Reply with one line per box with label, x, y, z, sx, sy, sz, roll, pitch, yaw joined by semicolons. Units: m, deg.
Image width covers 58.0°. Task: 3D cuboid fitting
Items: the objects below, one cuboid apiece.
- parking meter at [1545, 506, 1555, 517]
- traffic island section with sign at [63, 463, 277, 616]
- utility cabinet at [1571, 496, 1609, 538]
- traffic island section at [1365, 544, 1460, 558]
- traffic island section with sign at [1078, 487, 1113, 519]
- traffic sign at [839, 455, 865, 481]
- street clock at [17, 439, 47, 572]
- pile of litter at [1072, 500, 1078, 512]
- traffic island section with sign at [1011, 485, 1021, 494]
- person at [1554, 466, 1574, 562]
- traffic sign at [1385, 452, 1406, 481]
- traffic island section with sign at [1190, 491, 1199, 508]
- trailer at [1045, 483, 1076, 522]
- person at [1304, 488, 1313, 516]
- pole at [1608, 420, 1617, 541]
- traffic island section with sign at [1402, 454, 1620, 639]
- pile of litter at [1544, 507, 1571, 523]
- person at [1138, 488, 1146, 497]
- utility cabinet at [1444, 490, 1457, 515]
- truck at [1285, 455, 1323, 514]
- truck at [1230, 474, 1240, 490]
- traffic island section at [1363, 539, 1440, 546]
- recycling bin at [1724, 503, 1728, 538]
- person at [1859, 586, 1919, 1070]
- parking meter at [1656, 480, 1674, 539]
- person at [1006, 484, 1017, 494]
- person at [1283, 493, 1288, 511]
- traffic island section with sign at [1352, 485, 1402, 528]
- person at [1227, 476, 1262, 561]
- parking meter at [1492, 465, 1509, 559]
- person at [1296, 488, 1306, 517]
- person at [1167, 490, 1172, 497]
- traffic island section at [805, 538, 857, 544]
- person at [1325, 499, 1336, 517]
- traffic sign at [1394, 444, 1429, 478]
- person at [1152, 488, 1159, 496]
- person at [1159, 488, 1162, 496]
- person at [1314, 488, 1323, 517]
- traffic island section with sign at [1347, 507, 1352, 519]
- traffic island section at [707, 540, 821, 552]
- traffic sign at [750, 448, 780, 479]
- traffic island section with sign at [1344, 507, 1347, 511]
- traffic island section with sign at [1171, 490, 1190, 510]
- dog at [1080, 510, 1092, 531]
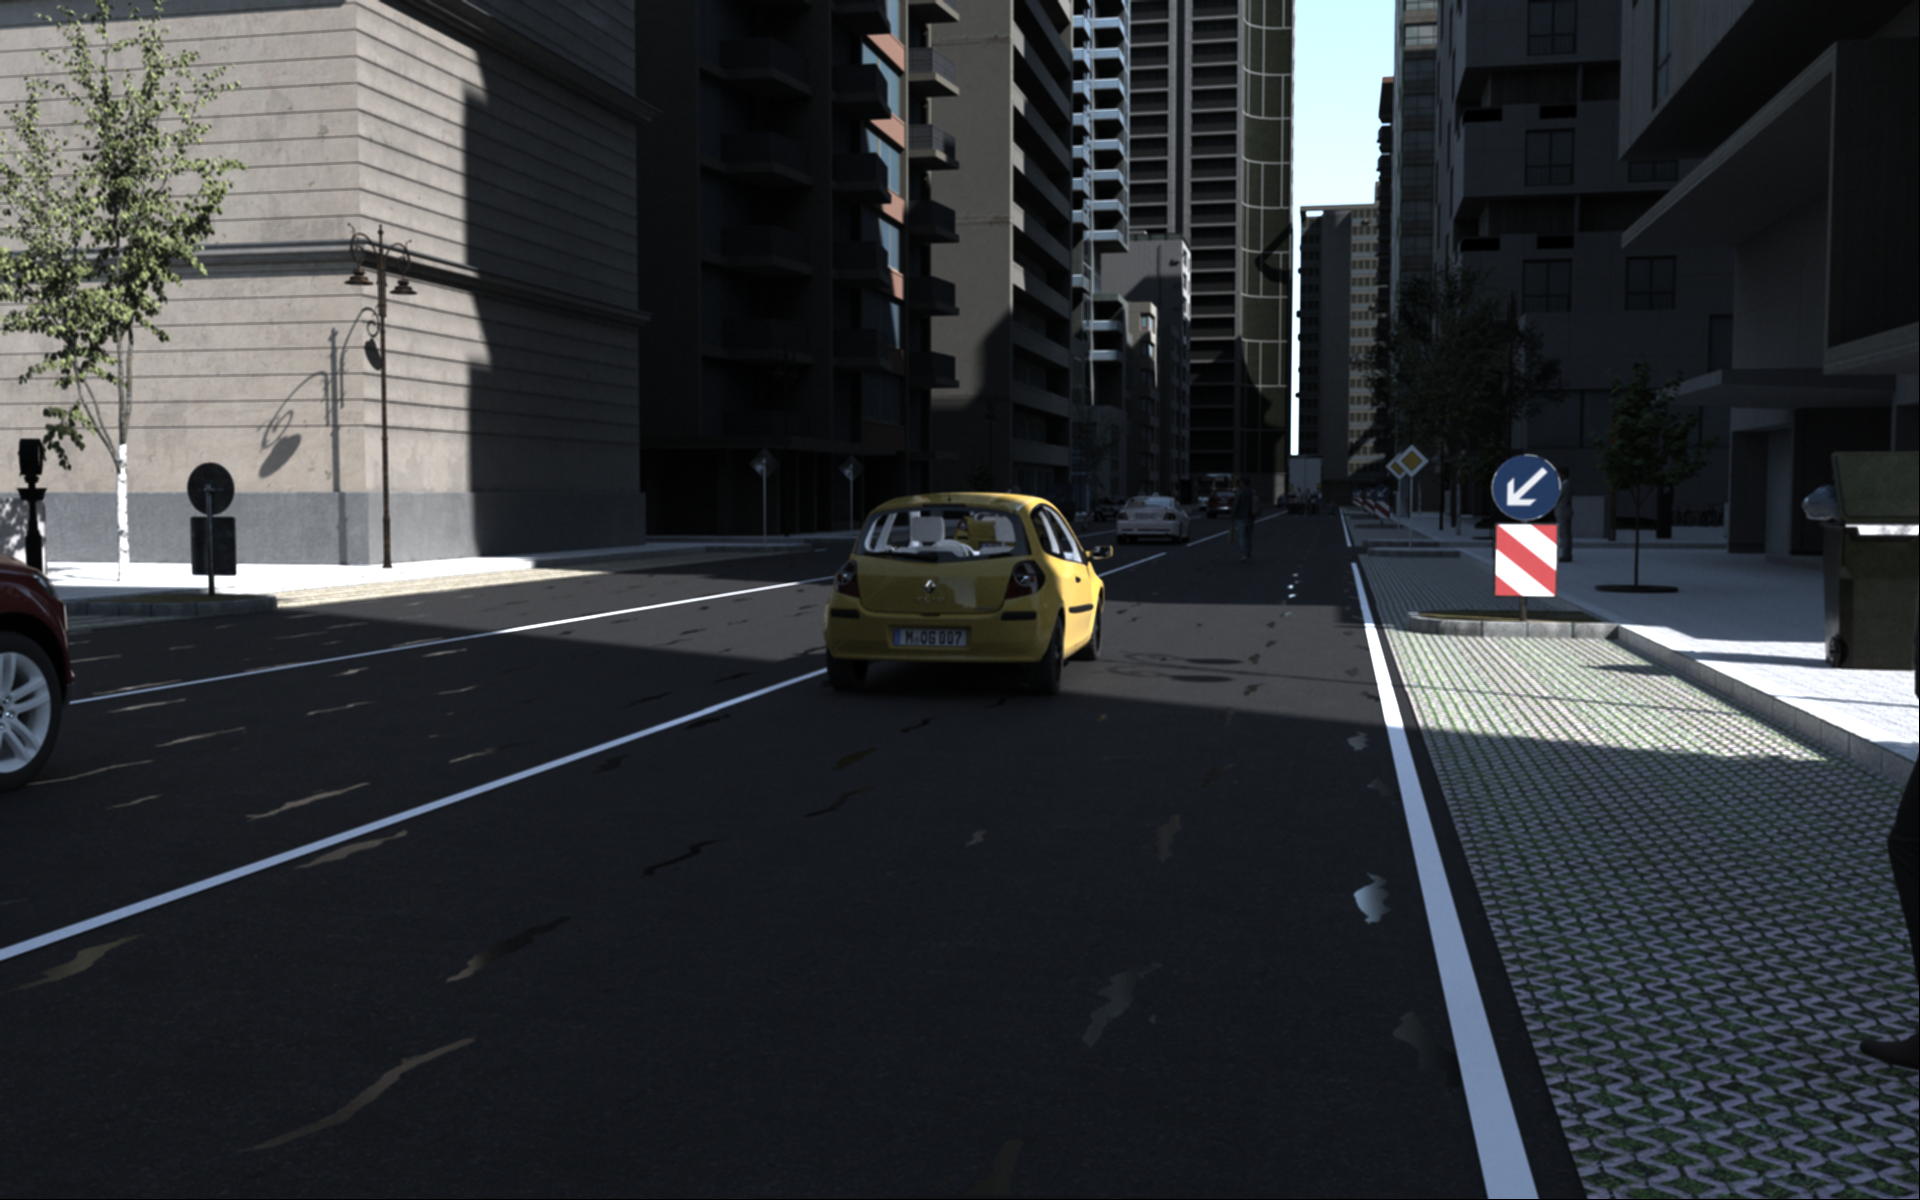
parking meter;23.993;-3.951;70.314;0.399;1.863;0.255;0;4;-7
traffic island section with sign;-9.511;-0.765;21.131;1.989;1.847;2.006;1;4;12
utility cabinet;18.383;-2.408;50.539;0.306;1.237;1.020;-3;5;-44
traffic island section;10.529;-1.103;40.321;2.009;0.180;2.903;1;4;12
traffic island section with sign;8.047;-5.700;101.822;1.989;1.847;2.006;1;4;12
traffic sign;-3.229;-3.010;51.411;0.795;2.593;0.064;1;4;12
street clock;-12.182;-1.112;22.754;0.358;2.002;0.471;-1;4;-22
pile of litter;7.728;-6.591;121.725;1.176;0.858;1.719;-1;4;-23
traffic island section with sign;2.310;-4.087;75.455;1.989;1.847;2.006;1;4;12
person;11.378;-1.626;32.814;0.466;1.800;0.511;2;4;24
traffic sign;12.201;-2.805;48.047;0.795;2.593;0.064;1;4;12
traffic island section with sign;24.562;-10.347;177.805;1.989;1.847;2.006;1;4;12
trailer;4.889;-4.921;87.514;1.471;1.999;3.904;1;4;13
person;22.609;-6.336;112.291;0.606;1.804;0.583;-1;4;-22
pole;17.814;-3.266;47.240;0.158;3.312;0.155;0;3;0
traffic island section with sign;5.716;-0.580;18.106;1.989;1.847;2.006;1;4;12
pile of litter;20.070;-2.741;58.783;1.719;0.858;1.176;2;4;28
person;11.476;-6.186;109.738;0.635;1.810;0.391;1;4;23
utility cabinet;29.191;-5.761;102.870;0.318;1.500;1.173;-1;4;-13
truck;25.579;-8.548;128.677;2.839;4.237;11.283;1;4;11
truck;25.643;-10.550;168.419;3.469;3.379;9.791;1;4;12
traffic island section;12.226;-1.581;48.124;2.009;0.180;2.903;1;4;12
recycling bin;22.917;-2.339;50.789;0.722;1.027;0.722;-3;4;-38
person;2.564;0.273;4.212;0.592;1.802;0.473;1;4;15
parking meter;20.361;-2.710;50.022;0.399;1.863;0.255;0;4;0
person;2.144;-3.882;72.069;0.679;1.850;0.850;-3;5;-40
person;28.150;-8.538;148.894;0.742;1.727;0.445;0;4;2
traffic island section with sign;17.606;-3.923;72.774;1.989;1.847;2.006;1;4;12
person;6.030;-1.738;36.903;0.794;1.824;0.713;0;4;2
parking meter;10.773;-1.760;34.481;0.255;1.863;0.399;2;4;26
person;21.778;-6.262;110.737;0.795;1.843;0.661;-3;5;-40
person;20.440;-9.831;168.253;0.593;1.643;0.415;-1;4;-23
traffic island section;-3.254;-1.786;51.483;2.009;0.180;2.903;1;4;12
person;23.187;-5.772;108.372;0.738;1.151;1.012;1;4;13
traffic sign;10.504;-2.327;40.243;0.795;2.593;0.064;1;4;12
person;12.527;-6.254;110.973;0.478;1.798;0.641;1;4;11
person;18.337;-9.321;158.450;0.705;1.823;1.348;1;4;11
person;22.609;-6.156;109.177;0.581;1.822;0.654;0;4;3
traffic island section with sign;23.331;-5.534;99.116;1.989;1.847;2.006;1;4;12
traffic island section;-4.951;-1.309;43.680;2.009;0.180;2.903;1;4;12
traffic sign;-4.927;-2.533;43.607;0.795;2.593;0.064;1;4;12
traffic island section with sign;33.918;-8.511;147.782;1.989;1.847;2.006;1;4;12
traffic island section with sign;18.786;-8.724;151.269;1.989;1.847;2.006;1;4;12
dog;4.768;-3.064;66.936;0.800;0.831;0.513;0;4;-7
